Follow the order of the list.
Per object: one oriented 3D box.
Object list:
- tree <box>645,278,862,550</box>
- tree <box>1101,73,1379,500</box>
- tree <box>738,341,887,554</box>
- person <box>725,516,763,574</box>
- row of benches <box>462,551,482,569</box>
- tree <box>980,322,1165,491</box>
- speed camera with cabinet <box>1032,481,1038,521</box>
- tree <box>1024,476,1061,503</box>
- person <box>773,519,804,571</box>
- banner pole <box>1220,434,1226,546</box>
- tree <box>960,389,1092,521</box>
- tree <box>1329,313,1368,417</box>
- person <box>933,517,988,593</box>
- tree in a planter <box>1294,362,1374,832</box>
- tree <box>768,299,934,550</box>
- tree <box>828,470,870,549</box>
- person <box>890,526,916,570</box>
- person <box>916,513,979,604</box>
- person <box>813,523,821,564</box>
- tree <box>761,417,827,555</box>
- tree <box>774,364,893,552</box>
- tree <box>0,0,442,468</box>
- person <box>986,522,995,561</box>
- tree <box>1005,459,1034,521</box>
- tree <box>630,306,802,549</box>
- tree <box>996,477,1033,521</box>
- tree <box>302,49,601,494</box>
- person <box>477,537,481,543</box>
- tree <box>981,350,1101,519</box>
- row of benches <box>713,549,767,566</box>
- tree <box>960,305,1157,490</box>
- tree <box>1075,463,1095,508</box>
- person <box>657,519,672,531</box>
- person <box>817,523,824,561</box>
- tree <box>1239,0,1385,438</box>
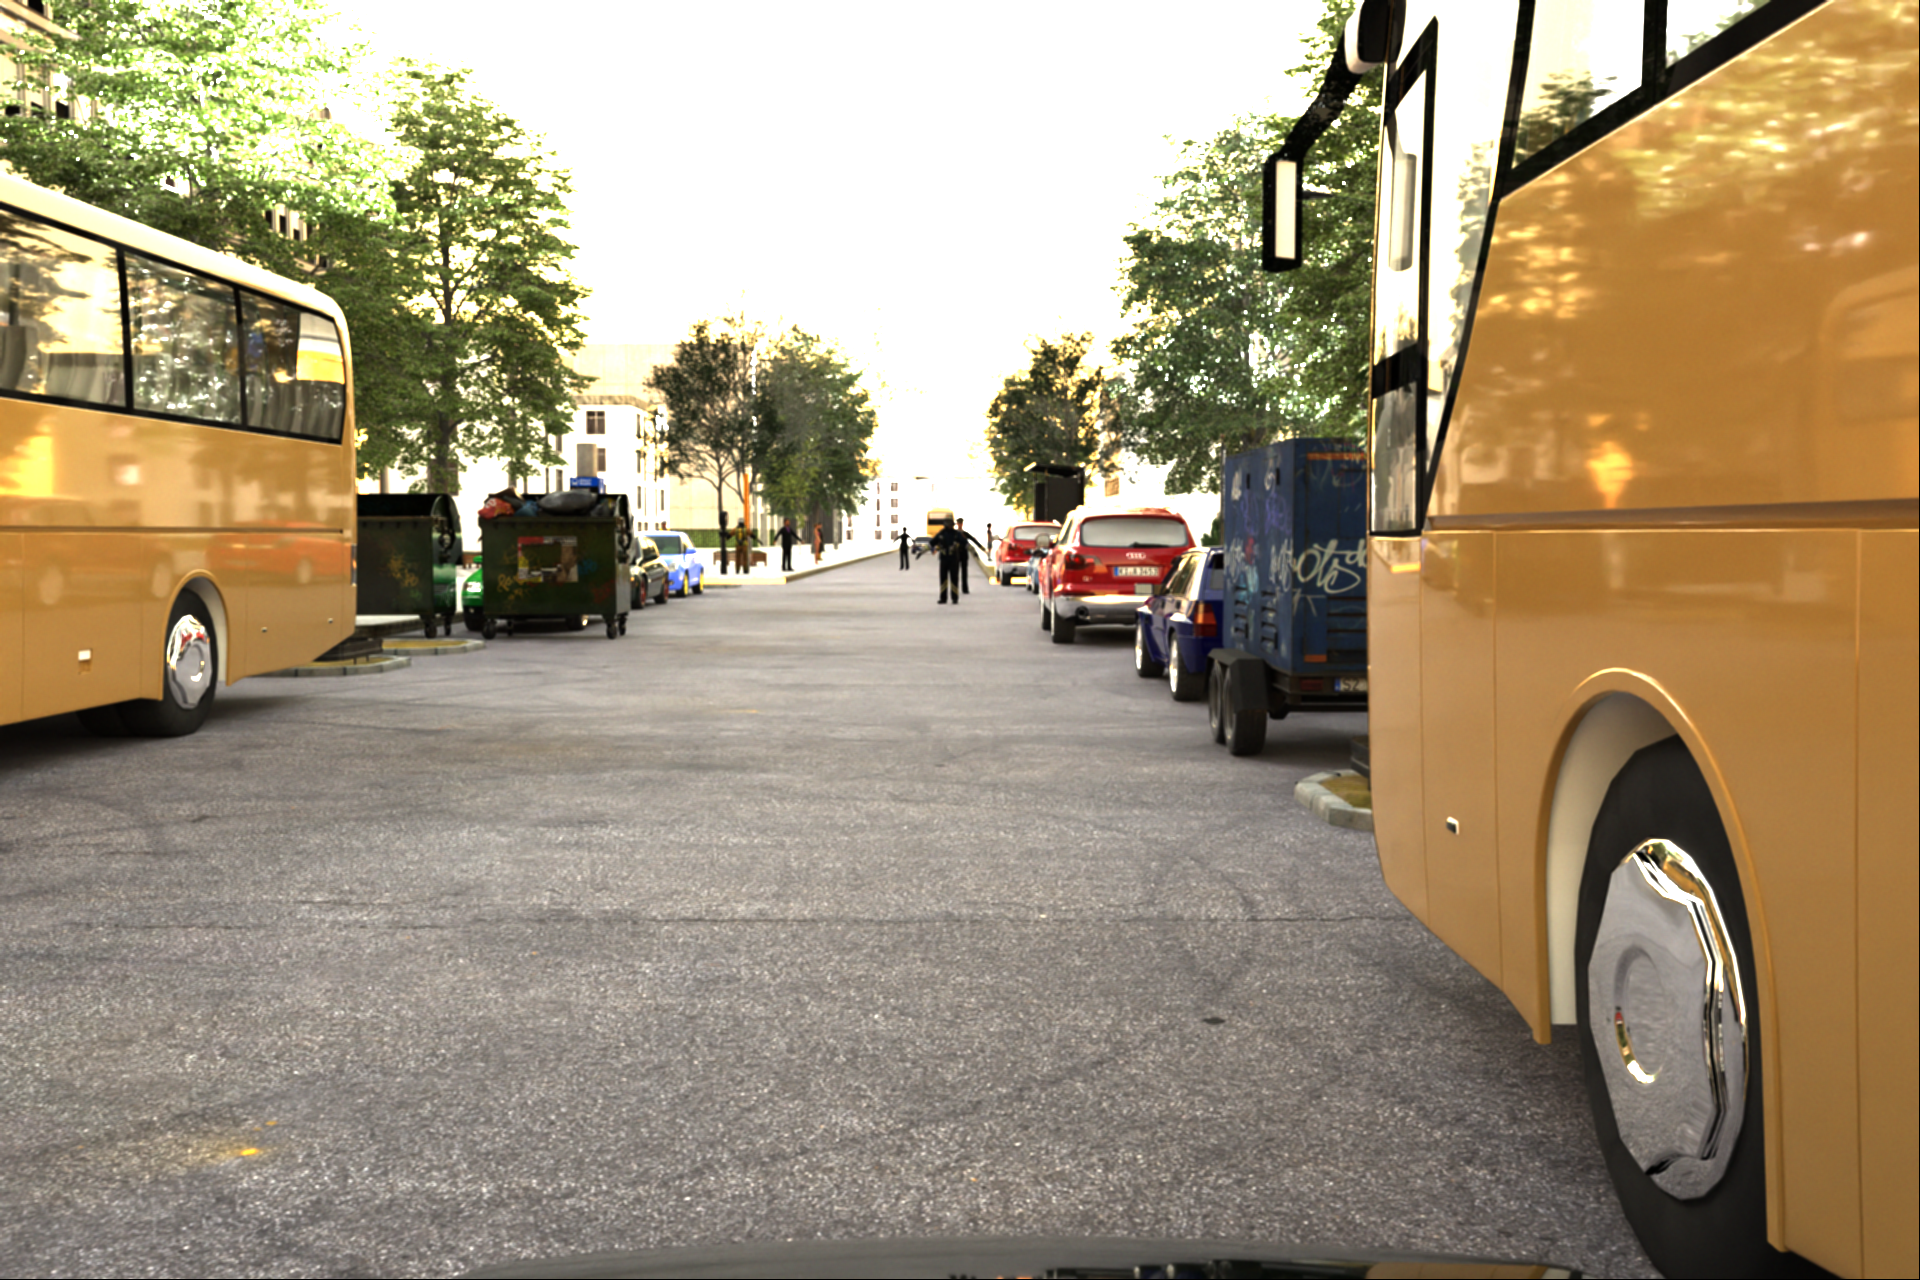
[{"bbox_3d":[-10.369,-10.624,84.076,12.009,13.543,11.850,0,3,0],"label":"tree"},{"bbox_3d":[8.259,-8.721,49.242,9.857,13.997,8.962,0,3,0],"label":"tree"},{"bbox_3d":[-9.671,-12.680,113.976,9.857,13.997,8.962,0,3,0],"label":"tree"},{"bbox_3d":[-7.059,-3.072,55.990,1.354,1.858,0.705,0,4,4],"label":"person"},{"bbox_3d":[-18.025,-3.047,65.275,1.422,0.672,4.104,1,4,12],"label":"row of benches"},{"bbox_3d":[5.338,-8.653,75.887,8.767,10.594,7.601,-1,4,-14],"label":"tree"},{"bbox_3d":[3.034,-4.276,64.250,0.660,3.252,2.038,0,4,1],"label":"speed camera with cabinet"},{"bbox_3d":[5.918,-10.408,120.540,4.737,8.622,4.395,0,3,0],"label":"tree"},{"bbox_3d":[-5.976,-3.288,59.982,0.704,1.802,1.346,3,5,44],"label":"person"},{"bbox_3d":[6.536,-3.243,43.032,0.401,3.779,0.863,0,3,0],"label":"banner pole"},{"bbox_3d":[5.242,-13.636,133.323,12.009,13.543,11.850,0,3,0],"label":"tree"},{"bbox_3d":[16.654,-8.428,63.545,9.928,11.665,9.643,0,3,0],"label":"tree"},{"bbox_3d":[0.009,-2.043,41.788,1.347,1.837,0.705,0,4,-6],"label":"person"},{"bbox_3d":[2.809,-0.716,8.925,1.991,3.239,1.994,0,4,-1],"label":"tree in a planter"},{"bbox_3d":[-8.710,-17.298,138.706,12.611,20.169,13.585,0,3,0],"label":"tree"},{"bbox_3d":[-9.280,-12.312,151.658,4.360,8.622,3.978,0,3,0],"label":"tree"},{"bbox_3d":[-2.268,-3.673,69.236,1.216,1.740,0.721,-2,4,-33],"label":"person"},{"bbox_3d":[-0.235,-1.676,35.635,1.354,1.856,0.705,1,4,16],"label":"person"},{"bbox_3d":[-5.982,-4.069,73.334,0.721,1.733,1.217,-1,4,-8],"label":"person"},{"bbox_3d":[-10.043,-9.528,106.146,4.737,8.622,4.395,0,3,0],"label":"tree"},{"bbox_3d":[-9.899,-13.127,124.994,12.009,13.543,11.850,0,3,0],"label":"tree"},{"bbox_3d":[-13.133,-6.836,29.893,7.486,12.596,7.792,0,3,0],"label":"tree"},{"bbox_3d":[1.428,-4.626,81.775,0.704,1.843,1.345,1,4,9],"label":"person"},{"bbox_3d":[5.908,-12.014,146.799,4.737,8.622,4.395,0,3,0],"label":"tree"},{"bbox_3d":[-10.111,-8.388,71.556,7.601,10.594,8.767,-1,4,-9],"label":"tree"},{"bbox_3d":[5.149,-12.570,155.880,4.360,8.622,3.978,0,3,0],"label":"tree"},{"bbox_3d":[-12.145,-7.540,41.409,7.486,12.596,7.792,0,3,0],"label":"tree"},{"bbox_3d":[-18.365,-3.795,68.227,1.347,1.806,0.705,0,4,-2],"label":"person"},{"bbox_3d":[4.982,-11.498,106.113,7.486,12.596,7.792,0,3,0],"label":"tree"},{"bbox_3d":[-8.927,-3.358,70.360,1.422,0.672,4.104,-2,4,-31],"label":"row of benches"},{"bbox_3d":[5.578,-11.126,92.281,12.009,13.543,11.850,0,3,0],"label":"tree"},{"bbox_3d":[15.409,-20.054,246.010,7.486,12.596,7.792,0,3,0],"label":"tree"},{"bbox_3d":[-9.372,-2.971,55.036,1.216,1.772,0.721,-1,4,-17],"label":"person"},{"bbox_3d":[-6.778,-4.759,83.944,0.704,1.812,1.346,0,4,3],"label":"person"},{"bbox_3d":[8.807,-6.907,31.054,7.486,12.596,7.792,0,3,0],"label":"tree"}]
